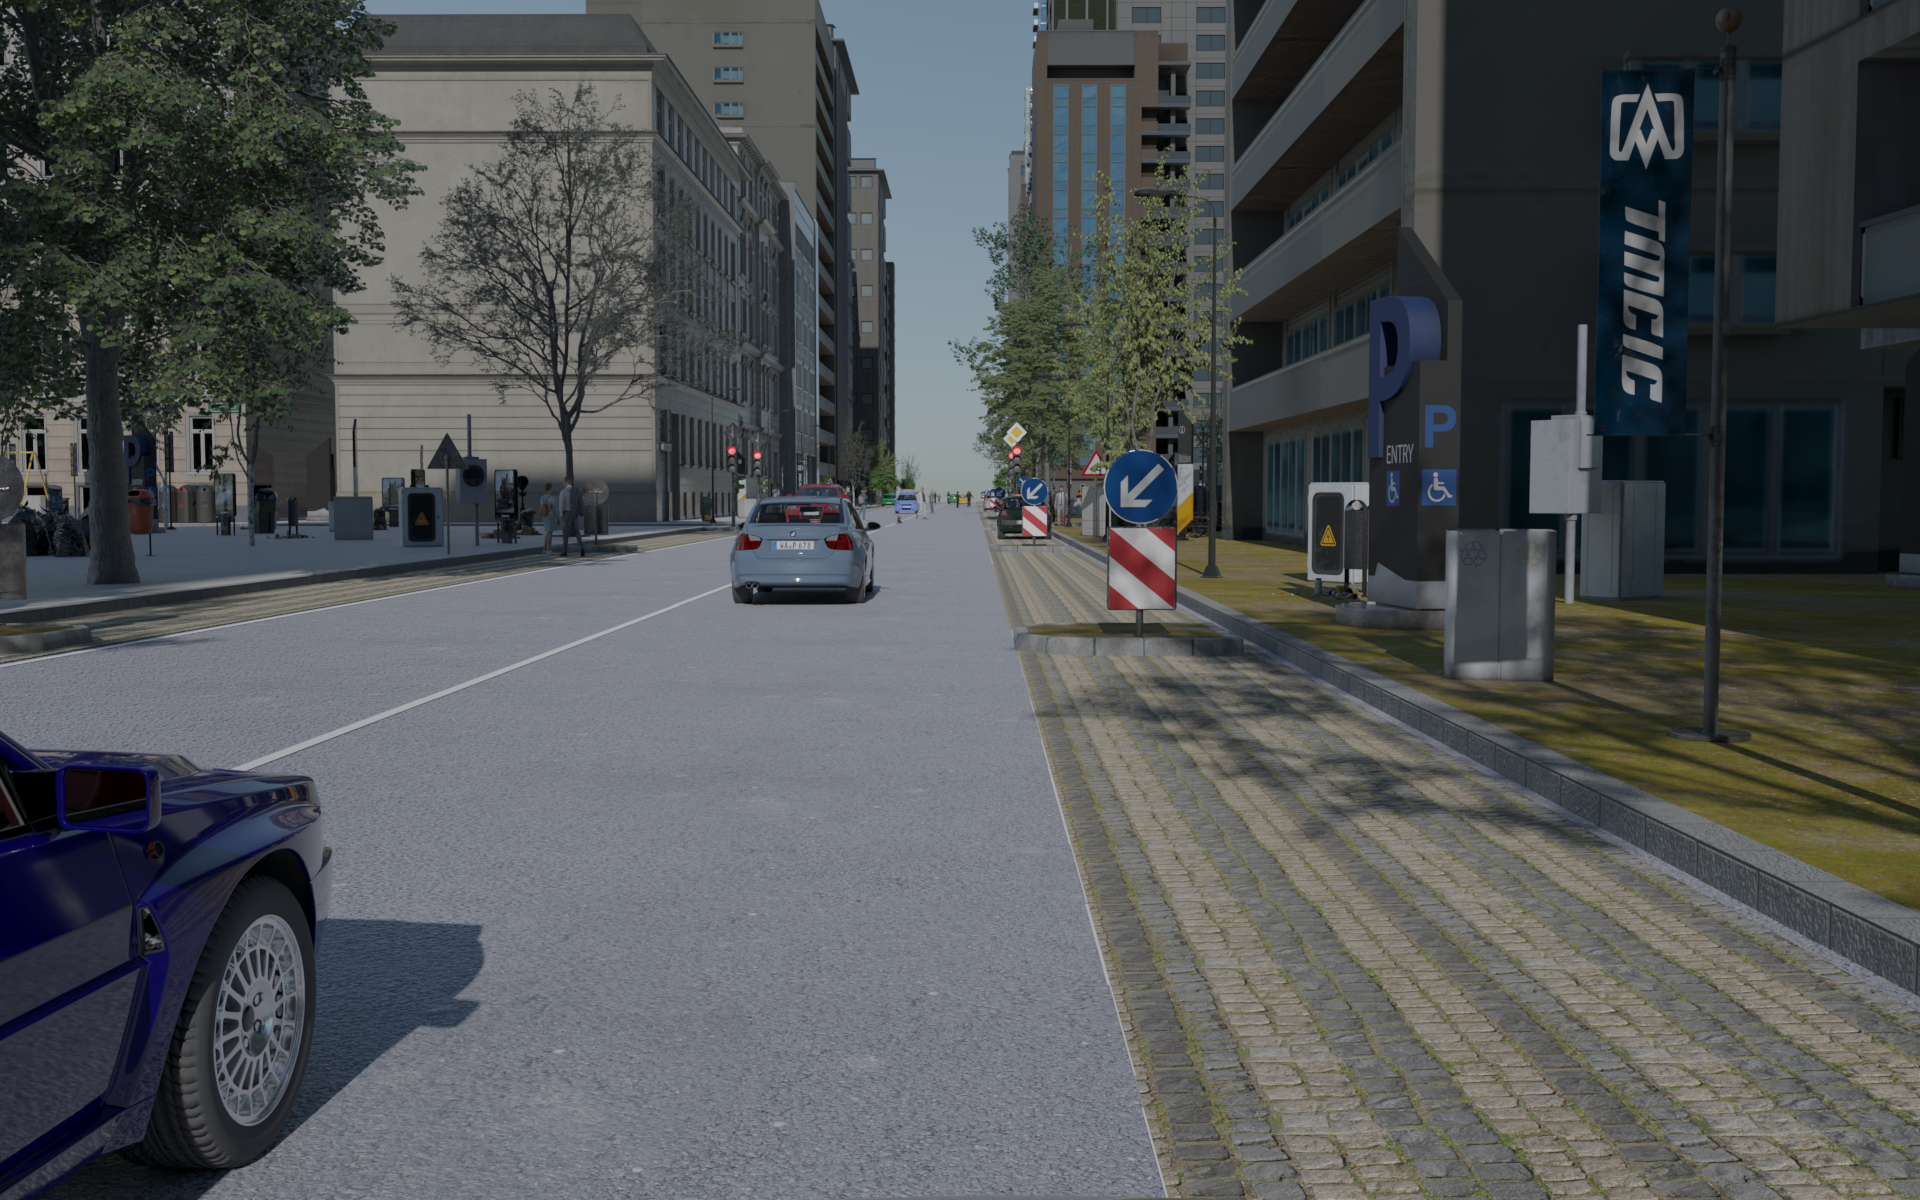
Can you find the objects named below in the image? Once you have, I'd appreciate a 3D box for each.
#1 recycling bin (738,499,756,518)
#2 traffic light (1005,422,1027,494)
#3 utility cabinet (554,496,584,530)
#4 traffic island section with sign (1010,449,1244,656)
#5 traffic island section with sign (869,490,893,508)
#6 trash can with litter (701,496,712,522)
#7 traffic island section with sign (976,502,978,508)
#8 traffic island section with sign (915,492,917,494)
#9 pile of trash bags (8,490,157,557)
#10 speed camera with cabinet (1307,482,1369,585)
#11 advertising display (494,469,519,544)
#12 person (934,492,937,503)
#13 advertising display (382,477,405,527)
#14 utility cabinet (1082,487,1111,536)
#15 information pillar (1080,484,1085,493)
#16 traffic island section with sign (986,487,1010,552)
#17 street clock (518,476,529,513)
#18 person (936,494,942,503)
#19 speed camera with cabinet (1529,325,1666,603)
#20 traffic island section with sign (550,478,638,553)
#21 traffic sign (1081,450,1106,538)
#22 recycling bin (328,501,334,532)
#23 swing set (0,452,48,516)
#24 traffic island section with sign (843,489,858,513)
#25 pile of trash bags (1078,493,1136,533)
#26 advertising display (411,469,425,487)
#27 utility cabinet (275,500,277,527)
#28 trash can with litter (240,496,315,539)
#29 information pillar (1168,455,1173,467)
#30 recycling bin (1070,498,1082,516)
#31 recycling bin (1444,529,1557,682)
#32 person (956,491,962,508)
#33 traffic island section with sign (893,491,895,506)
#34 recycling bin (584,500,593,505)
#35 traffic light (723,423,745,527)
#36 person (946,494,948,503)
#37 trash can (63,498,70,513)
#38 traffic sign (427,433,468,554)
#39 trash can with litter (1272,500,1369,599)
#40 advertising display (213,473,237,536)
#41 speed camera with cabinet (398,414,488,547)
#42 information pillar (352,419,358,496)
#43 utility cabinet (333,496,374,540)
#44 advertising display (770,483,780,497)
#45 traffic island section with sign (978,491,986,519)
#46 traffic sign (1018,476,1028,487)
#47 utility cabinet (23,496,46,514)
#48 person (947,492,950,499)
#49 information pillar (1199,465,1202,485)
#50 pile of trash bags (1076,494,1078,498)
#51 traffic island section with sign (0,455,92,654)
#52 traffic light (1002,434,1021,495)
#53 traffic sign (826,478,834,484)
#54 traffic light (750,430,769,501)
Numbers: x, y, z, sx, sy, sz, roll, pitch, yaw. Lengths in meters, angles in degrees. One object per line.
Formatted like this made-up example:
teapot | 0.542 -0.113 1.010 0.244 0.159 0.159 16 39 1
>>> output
recycling bin | -11.245 -4.837 91.637 0.722 1.027 0.722 -3 4 -38
traffic light | 2.199 -4.819 67.713 0.839 4.253 0.868 0 4 0
utility cabinet | -14.030 -3.124 62.242 1.020 1.237 0.306 0 4 -3
traffic island section with sign | 1.509 -0.461 16.171 1.989 1.847 2.006 0 4 0
traffic island section with sign | -8.086 -10.138 174.389 1.989 1.847 2.006 0 4 0
trash can with litter | -11.777 -4.263 81.083 0.624 1.170 1.055 -1 4 -19
traffic island section with sign | 2.352 -7.147 125.482 1.989 1.847 2.006 0 4 0
traffic island section with sign | -7.224 -16.920 285.273 1.989 1.847 2.006 0 4 0
pile of trash bags | -18.185 -1.608 36.050 3.447 1.369 1.912 1 4 17
speed camera with cabinet | 5.803 -1.841 24.435 0.660 3.252 2.038 -2 4 -31
advertising display | -11.800 -2.437 45.054 0.974 1.923 0.123 3 5 44
person | -3.940 -16.120 272.076 0.705 1.821 1.348 3 5 40
advertising display | -22.034 -3.802 67.383 0.974 1.923 0.123 1 4 16
utility cabinet | 4.153 -2.684 52.563 0.318 1.500 1.173 -2 4 -29
information pillar | 9.026 -7.543 127.824 0.304 2.012 0.304 0 4 -4
traffic island section with sign | 1.722 -2.110 43.125 1.989 1.847 2.006 0 4 0
street clock | -17.079 -3.856 67.623 0.471 2.002 0.358 0 4 -7
person | -3.224 -15.602 266.847 1.065 1.426 0.557 0 4 4
speed camera with cabinet | 7.712 -1.624 20.892 2.038 3.252 0.660 -3 4 -37
traffic island section with sign | -9.103 -2.105 43.042 1.989 1.847 2.006 0 4 0
traffic sign | 4.009 -3.119 51.001 0.884 2.594 0.081 0 4 7
recycling bin | -21.074 -2.853 59.198 0.722 1.027 0.722 1 4 10
swing set | -35.690 -4.059 63.980 3.119 2.851 2.862 0 3 0
traffic island section with sign | -8.451 -7.164 125.761 1.989 1.847 2.006 0 4 0
pile of trash bags | 4.908 -2.810 55.691 1.912 1.369 3.447 0 4 1
advertising display | -14.007 -2.422 44.808 0.123 1.923 0.974 0 4 -3
utility cabinet | -27.434 -3.483 68.105 1.020 1.237 0.306 -3 5 -45
trash can with litter | -19.547 -2.386 50.071 1.678 1.210 2.233 0 4 2
information pillar | 12.045 -6.564 98.676 0.183 3.616 0.504 -3 4 -39
recycling bin | 7.009 -5.546 103.239 0.722 1.027 0.722 3 5 39
recycling bin | 3.801 0.020 12.231 0.722 1.027 0.722 1 4 15
person | -0.157 -10.510 181.056 0.721 1.735 1.217 -2 4 -27
traffic island section with sign | -7.871 -11.823 201.939 1.989 1.847 2.006 0 4 0
recycling bin | -16.529 -3.872 75.862 0.722 1.027 0.722 -2 4 -28
traffic light | -8.862 -4.823 67.782 0.839 4.253 0.868 0 4 0
person | -1.846 -16.330 275.476 1.348 1.826 0.705 -2 4 -31
trash can | -35.088 -3.418 67.542 0.748 1.137 0.748 0 3 0
traffic sign | -10.911 -2.256 36.885 0.884 2.594 0.081 0 4 2
trash can with litter | 4.953 -0.628 21.328 1.678 1.210 2.233 -1 4 -13
advertising display | -22.783 -2.965 53.698 0.974 1.923 0.123 2 4 32
speed camera with cabinet | -12.675 -2.943 42.449 2.038 3.252 0.660 -2 4 -26
information pillar | -18.767 -3.818 53.787 0.183 3.616 0.504 -1 4 -12
utility cabinet | -16.971 -2.282 48.476 1.020 1.237 0.306 -1 4 -14
advertising display | -10.595 -5.754 99.289 0.123 1.923 0.974 1 4 21
traffic island section with sign | 2.146 -5.477 98.169 1.989 1.847 2.006 0 4 0
traffic sign | 4.511 -7.609 124.516 0.768 2.556 0.104 0 4 4
utility cabinet | -40.459 -3.947 75.690 1.020 1.237 0.306 1 4 19
person | -1.620 -15.049 254.692 0.705 1.807 1.348 -2 4 -27
information pillar | 19.191 -8.943 137.578 0.183 3.616 0.504 -3 5 -39
pile of trash bags | 9.828 -6.935 123.147 3.447 1.369 1.912 2 4 29
traffic island section with sign | -9.310 -0.456 16.087 1.989 1.847 2.006 0 4 0
traffic light | 2.261 -5.307 75.698 0.839 4.253 0.868 0 4 0
traffic sign | -10.203 -8.312 135.912 0.884 2.594 0.081 0 4 2
traffic light | -8.800 -5.312 75.767 0.839 4.253 0.868 0 4 0
